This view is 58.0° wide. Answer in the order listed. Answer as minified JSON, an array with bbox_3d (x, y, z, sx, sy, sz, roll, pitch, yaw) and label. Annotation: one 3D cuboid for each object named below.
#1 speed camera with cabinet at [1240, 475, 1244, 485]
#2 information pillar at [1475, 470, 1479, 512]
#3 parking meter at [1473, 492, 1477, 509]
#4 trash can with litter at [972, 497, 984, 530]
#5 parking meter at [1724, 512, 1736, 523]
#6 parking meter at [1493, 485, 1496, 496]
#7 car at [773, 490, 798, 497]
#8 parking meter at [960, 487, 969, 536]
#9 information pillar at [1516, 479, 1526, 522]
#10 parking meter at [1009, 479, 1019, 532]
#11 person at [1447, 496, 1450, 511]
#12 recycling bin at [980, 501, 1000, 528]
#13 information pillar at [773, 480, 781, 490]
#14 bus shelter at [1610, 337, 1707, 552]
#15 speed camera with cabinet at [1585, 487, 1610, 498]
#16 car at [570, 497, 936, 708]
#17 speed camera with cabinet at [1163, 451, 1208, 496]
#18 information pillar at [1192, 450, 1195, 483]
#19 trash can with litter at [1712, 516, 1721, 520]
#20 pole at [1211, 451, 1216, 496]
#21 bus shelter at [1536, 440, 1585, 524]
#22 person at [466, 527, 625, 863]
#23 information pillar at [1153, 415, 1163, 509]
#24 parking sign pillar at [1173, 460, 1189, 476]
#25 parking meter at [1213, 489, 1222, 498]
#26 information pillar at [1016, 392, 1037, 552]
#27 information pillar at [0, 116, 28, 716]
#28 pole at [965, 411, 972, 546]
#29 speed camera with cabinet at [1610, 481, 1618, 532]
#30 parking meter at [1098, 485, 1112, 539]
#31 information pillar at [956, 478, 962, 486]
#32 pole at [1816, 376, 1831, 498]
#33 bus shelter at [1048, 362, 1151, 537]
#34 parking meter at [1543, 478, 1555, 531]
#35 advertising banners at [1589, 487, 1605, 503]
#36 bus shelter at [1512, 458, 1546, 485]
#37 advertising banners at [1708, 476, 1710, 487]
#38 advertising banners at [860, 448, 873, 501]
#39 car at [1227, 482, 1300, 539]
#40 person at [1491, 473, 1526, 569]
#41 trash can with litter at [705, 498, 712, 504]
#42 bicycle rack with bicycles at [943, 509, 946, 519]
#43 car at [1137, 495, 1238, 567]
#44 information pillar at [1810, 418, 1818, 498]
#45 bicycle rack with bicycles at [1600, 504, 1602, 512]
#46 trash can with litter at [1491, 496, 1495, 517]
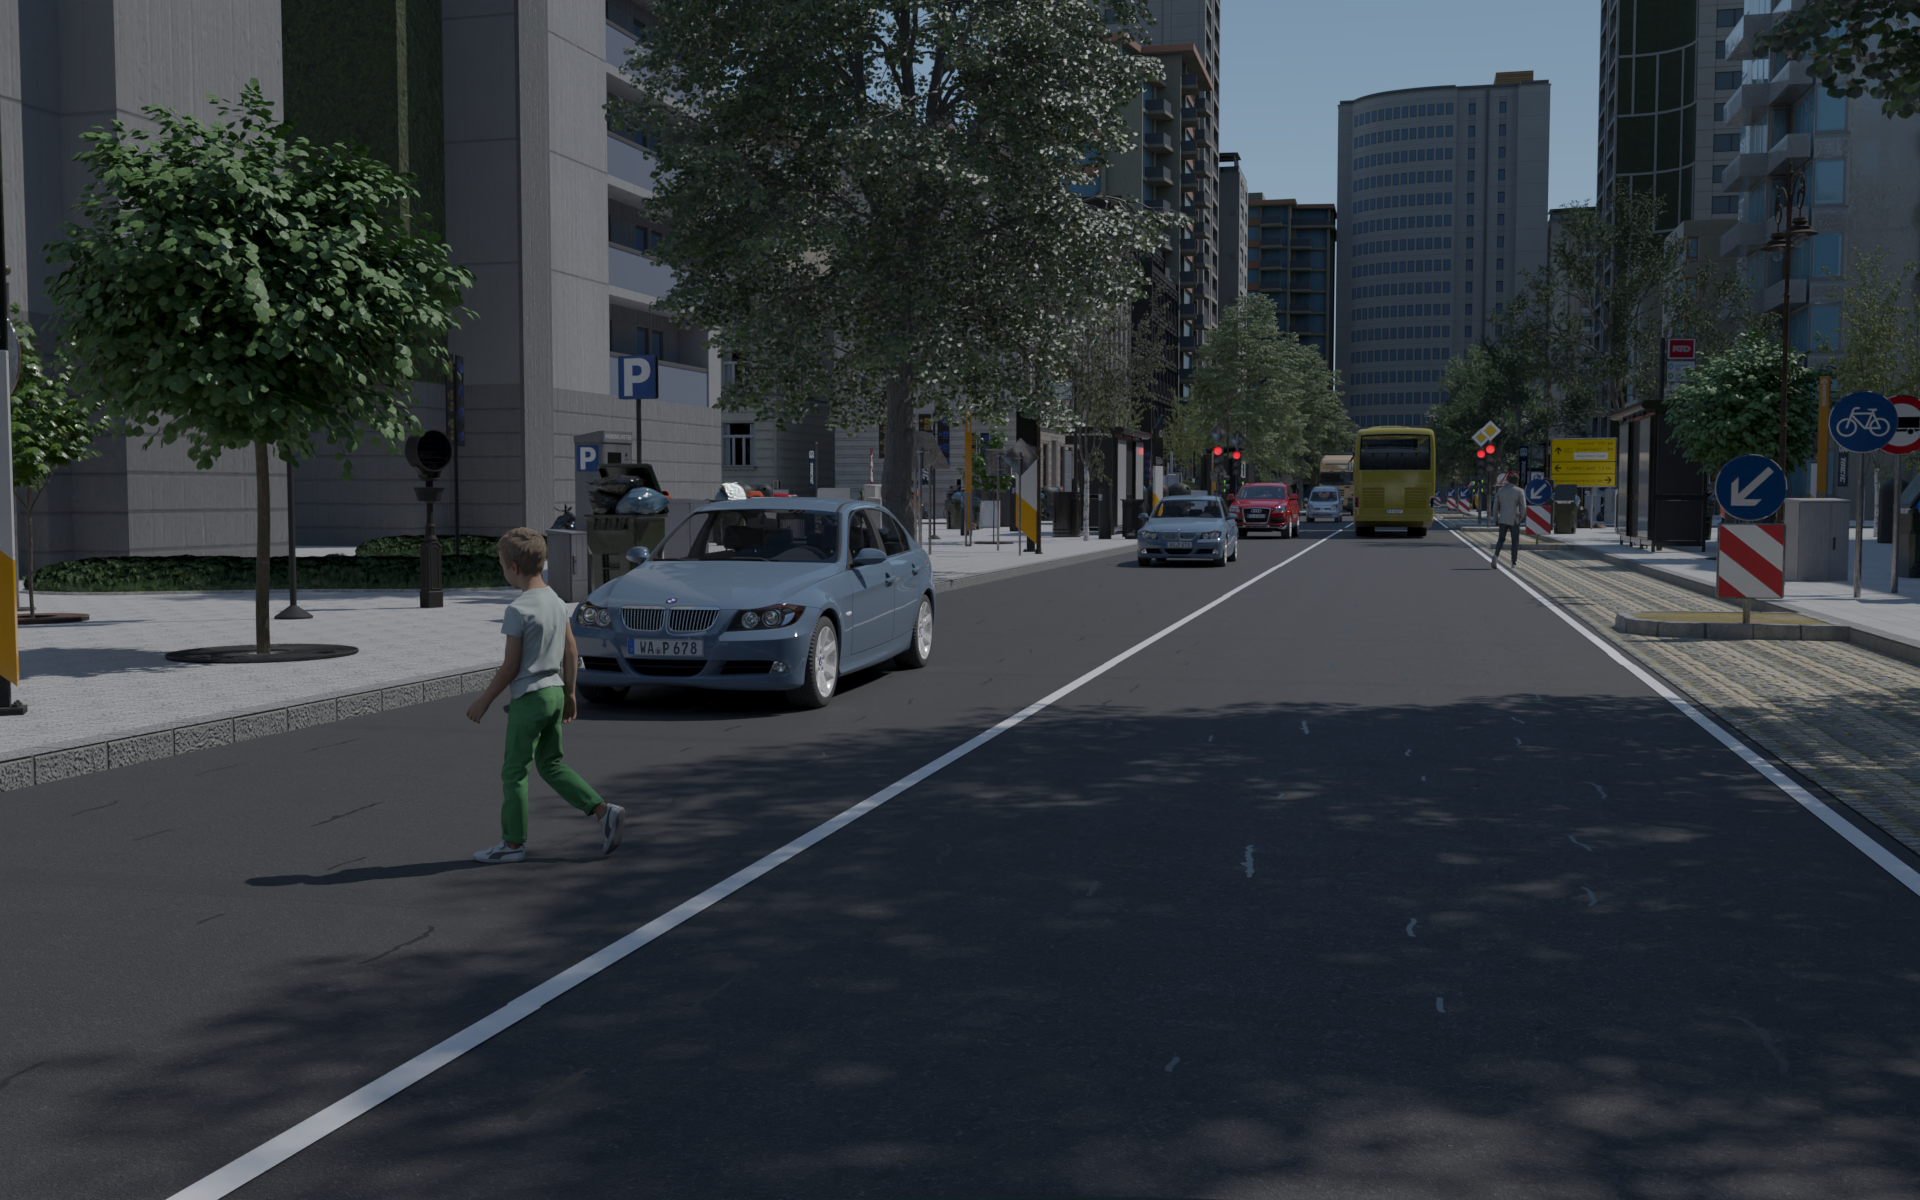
[{"bbox_3d":[18.724,-7.327,114.125,2.038,3.252,0.660,-3,5,-43],"label":"speed camera with cabinet"},{"bbox_3d":[36.871,-8.075,123.382,0.183,3.616,0.504,-1,4,-14],"label":"information pillar"},{"bbox_3d":[43.049,-8.348,144.900,0.372,1.533,0.369,0,3,0],"label":"parking meter"},{"bbox_3d":[0.505,-3.064,61.486,0.624,1.170,1.055,0,4,6],"label":"trash can with litter"},{"bbox_3d":[26.278,-3.097,59.047,0.372,1.533,0.369,0,3,0],"label":"parking meter"},{"bbox_3d":[34.120,-6.433,110.893,0.255,1.863,0.399,2,4,28],"label":"parking meter"},{"bbox_3d":[-9.147,-4.276,78.946,4.494,1.783,2.155,1,4,13],"label":"car"},{"bbox_3d":[0.194,-2.744,53.268,0.372,1.533,0.369,0,3,0],"label":"parking meter"},{"bbox_3d":[25.846,-4.607,79.809,0.304,2.012,0.304,-3,4,-36],"label":"information pillar"},{"bbox_3d":[1.897,-3.264,59.073,0.399,1.863,0.255,1,4,10],"label":"parking meter"},{"bbox_3d":[41.916,-8.540,148.816,0.721,1.739,1.217,1,4,11],"label":"person"},{"bbox_3d":[1.068,-3.231,65.380,0.722,1.027,0.722,-1,4,-17],"label":"recycling bin"},{"bbox_3d":[-9.704,-5.352,92.004,0.304,2.012,0.304,2,4,27],"label":"information pillar"},{"bbox_3d":[17.188,-3.955,42.288,2.179,5.291,8.768,1,4,14],"label":"bus shelter"},{"bbox_3d":[36.456,-6.483,100.338,2.038,3.252,0.660,0,4,-3],"label":"speed camera with cabinet"},{"bbox_3d":[-1.400,-0.076,13.247,2.014,1.417,4.499,1,4,13],"label":"car"},{"bbox_3d":[10.472,-5.280,80.662,2.038,3.252,0.660,0,4,-7],"label":"speed camera with cabinet"},{"bbox_3d":[12.526,-6.214,92.960,0.183,3.616,0.504,0,4,0],"label":"information pillar"},{"bbox_3d":[37.684,-4.649,87.066,1.678,1.210,2.233,2,4,27],"label":"trash can with litter"},{"bbox_3d":[12.096,-5.426,82.550,0.158,3.312,0.155,0,3,0],"label":"pole"},{"bbox_3d":[26.890,-5.277,77.555,1.731,3.624,6.357,1,4,14],"label":"bus shelter"},{"bbox_3d":[-1.611,0.368,6.739,0.590,1.304,0.306,0,4,0],"label":"person"},{"bbox_3d":[5.861,-3.661,51.216,0.183,3.616,0.504,2,4,34],"label":"information pillar"},{"bbox_3d":[15.175,-8.058,120.220,1.447,3.967,1.447,1,4,21],"label":"parking sign pillar"},{"bbox_3d":[11.675,-4.290,78.545,0.372,1.533,0.369,0,3,0],"label":"parking meter"},{"bbox_3d":[1.488,-2.871,38.292,0.504,3.616,0.183,0,4,1],"label":"information pillar"},{"bbox_3d":[-5.697,-1.136,9.923,0.504,3.616,0.183,-1,4,-21],"label":"information pillar"},{"bbox_3d":[0.201,-2.967,42.360,0.158,3.312,0.155,0,3,0],"label":"pole"},{"bbox_3d":[22.396,-3.847,57.234,0.660,3.252,2.038,0,4,-6],"label":"speed camera with cabinet"},{"bbox_3d":[4.140,-2.507,49.400,0.372,1.533,0.369,0,3,0],"label":"parking meter"},{"bbox_3d":[-0.051,-4.628,80.164,0.304,2.012,0.304,0,4,1],"label":"information pillar"},{"bbox_3d":[14.964,-2.214,30.044,0.158,3.312,0.155,0,3,0],"label":"pole"},{"bbox_3d":[4.383,-4.743,55.187,2.179,5.291,8.768,1,4,14],"label":"bus shelter"},{"bbox_3d":[20.765,-3.385,61.061,0.399,1.863,0.255,2,4,26],"label":"parking meter"},{"bbox_3d":[37.940,-6.423,101.210,2.074,3.025,0.090,2,4,26],"label":"advertising banners"},{"bbox_3d":[32.659,-6.410,98.728,2.014,3.302,5.546,1,4,14],"label":"bus shelter"},{"bbox_3d":[60.008,-8.649,137.606,2.074,3.025,0.090,0,4,-3],"label":"advertising banners"},{"bbox_3d":[-3.485,-4.212,65.059,0.090,3.025,2.074,1,4,11],"label":"advertising banners"},{"bbox_3d":[10.020,-2.957,57.027,2.281,1.827,5.304,1,4,15],"label":"car"},{"bbox_3d":[10.497,-1.516,33.139,0.661,1.843,0.795,3,5,41],"label":"person"},{"bbox_3d":[-6.230,-2.084,45.456,1.055,1.170,0.624,0,4,6],"label":"trash can with litter"},{"bbox_3d":[0.805,-4.485,86.712,2.852,0.926,2.925,-2,4,-27],"label":"bicycle rack with bicycles"},{"bbox_3d":[4.748,-1.452,35.743,2.014,1.417,4.499,1,4,13],"label":"car"},{"bbox_3d":[23.155,-3.385,46.699,0.183,3.616,0.504,-1,4,-13],"label":"information pillar"},{"bbox_3d":[33.442,-4.682,89.939,2.925,0.926,2.852,1,4,16],"label":"bicycle rack with bicycles"},{"bbox_3d":[30.548,-5.365,99.102,0.624,1.170,1.055,1,4,20],"label":"trash can with litter"}]
